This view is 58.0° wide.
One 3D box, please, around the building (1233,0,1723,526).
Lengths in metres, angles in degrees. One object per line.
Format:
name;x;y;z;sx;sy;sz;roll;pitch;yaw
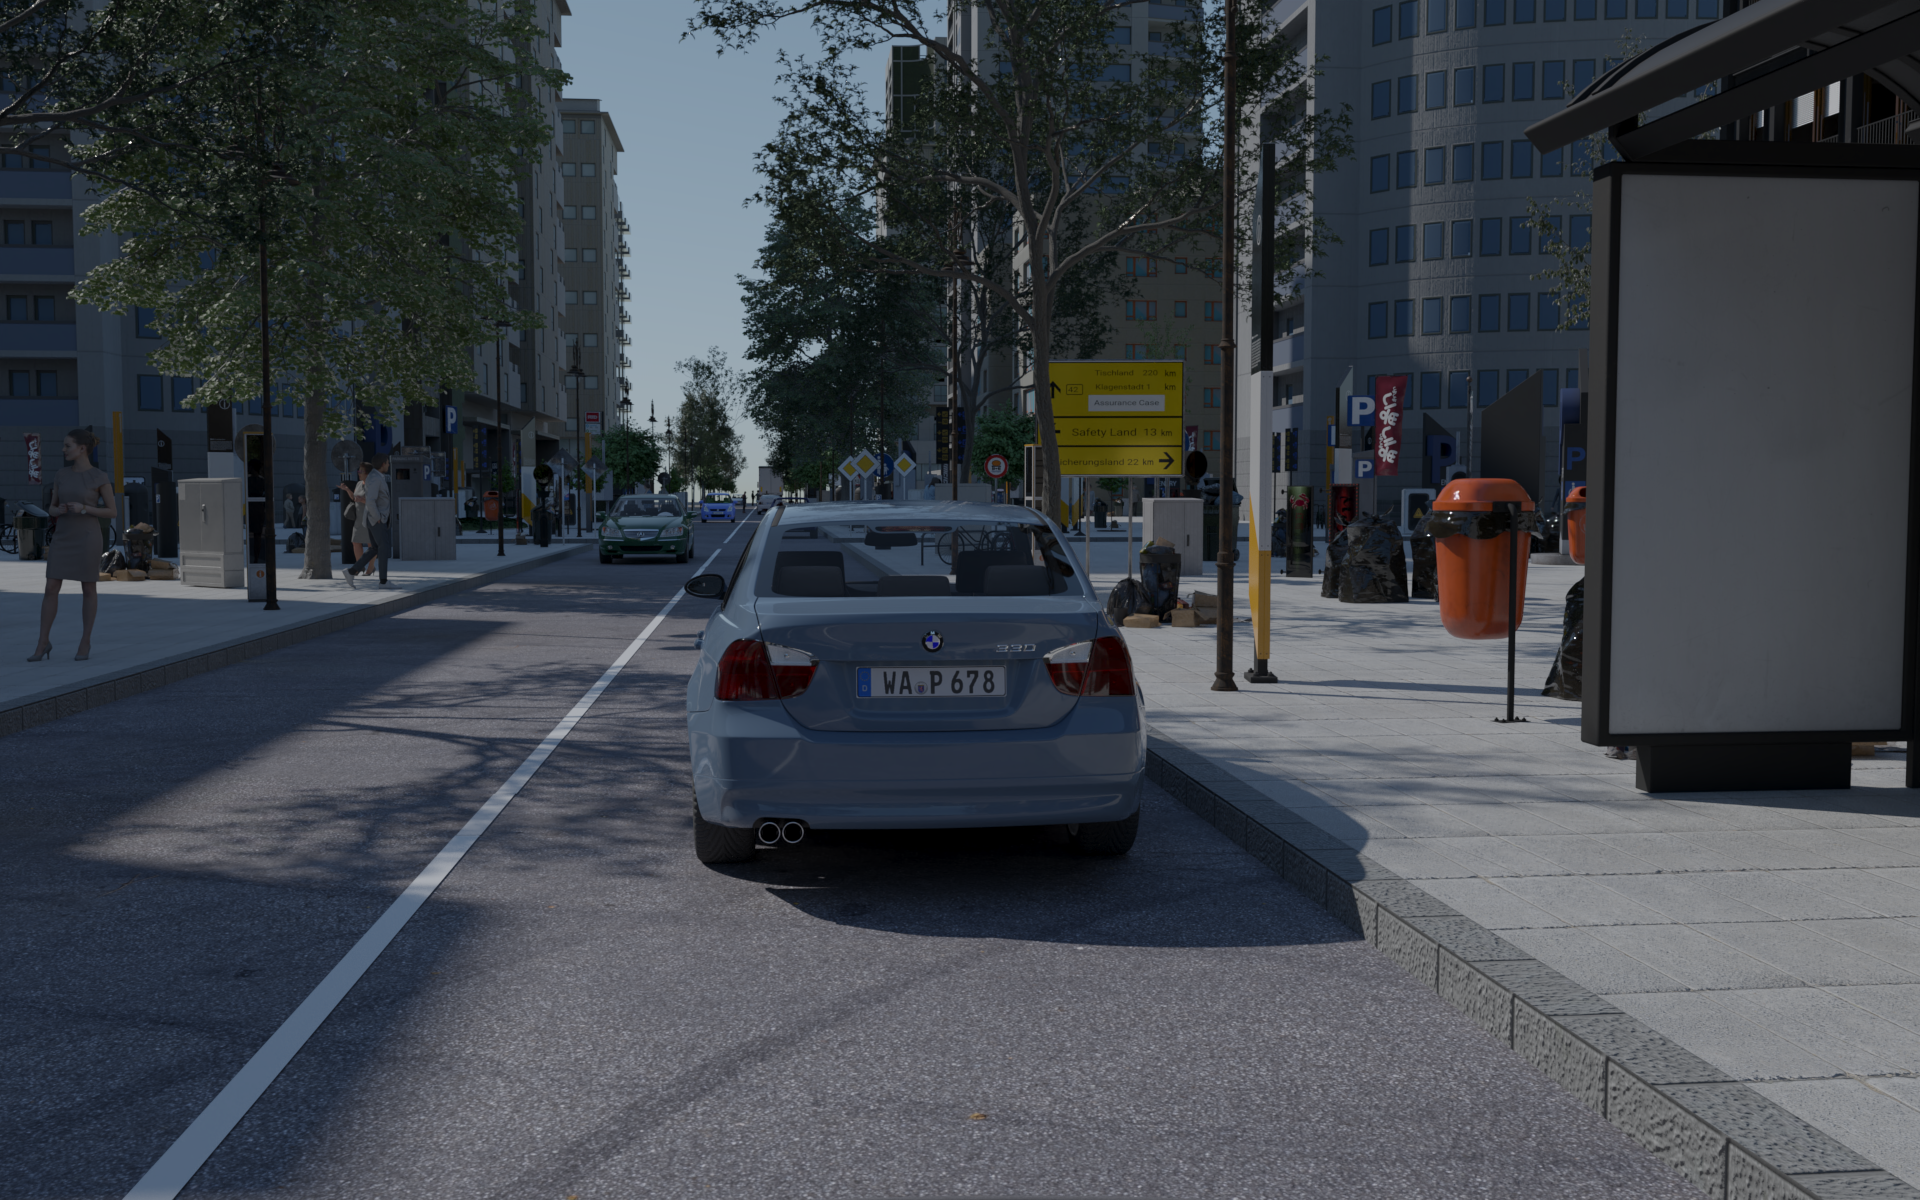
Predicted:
building;28.134;-32.736;77.236;28.212;58.520;21.231;0;4;-6

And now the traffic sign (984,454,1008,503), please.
traffic sign;1.155;-3.384;55.430;0.768;2.556;0.104;0;4;-5

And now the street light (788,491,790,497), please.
street light;-19.643;-14.049;202.487;0.468;5.910;1.993;0;4;-6

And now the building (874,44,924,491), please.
building;-3.157;-51.275;276.595;20.563;71.187;20.611;0;4;-6

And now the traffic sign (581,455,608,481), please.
traffic sign;-10.819;-3.000;51.235;0.795;2.593;0.064;0;4;-6

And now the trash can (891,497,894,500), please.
trash can;-3.013;-4.155;79.592;0.748;1.137;0.748;0;3;0

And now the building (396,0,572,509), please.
building;-52.324;-35.148;163.909;28.713;52.752;27.495;0;4;-6

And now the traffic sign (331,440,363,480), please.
traffic sign;-14.381;-2.479;40.642;0.768;2.556;0.104;0;4;3

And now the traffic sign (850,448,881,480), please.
traffic sign;-2.387;-2.564;44.114;0.795;2.593;0.064;0;4;-6

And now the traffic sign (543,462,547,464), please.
traffic sign;-16.757;-4.298;70.004;0.795;2.593;0.064;0;4;-3

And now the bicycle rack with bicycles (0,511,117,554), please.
bicycle rack with bicycles;-20.240;-1.534;38.461;2.852;0.926;2.925;3;5;40

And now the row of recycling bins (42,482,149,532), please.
row of recycling bins;-30.038;-3.255;60.325;1.069;1.692;3.534;3;4;38

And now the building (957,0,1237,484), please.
building;10.281;-37.494;155.027;21.231;58.520;28.212;0;4;-6

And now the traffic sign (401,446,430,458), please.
traffic sign;-11.594;-2.129;36.938;0.606;2.300;0.079;0;4;-1

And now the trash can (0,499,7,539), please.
trash can;-27.439;-2.292;49.129;0.748;1.137;0.748;0;3;0

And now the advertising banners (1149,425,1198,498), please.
advertising banners;5.530;-2.978;44.880;0.090;3.025;2.074;-2;4;-29

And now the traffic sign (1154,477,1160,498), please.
traffic sign;3.192;-1.709;28.054;0.768;2.556;0.104;0;4;-5

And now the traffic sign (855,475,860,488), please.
traffic sign;-6.303;-6.491;106.128;0.884;2.594;0.081;0;4;-1

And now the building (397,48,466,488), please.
building;-40.438;-20.787;111.573;14.160;30.474;14.107;0;4;-6

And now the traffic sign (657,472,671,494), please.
traffic sign;-16.951;-6.061;99.204;0.768;2.556;0.104;0;4;3

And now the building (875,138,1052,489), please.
building;1.909;-40.632;253.563;28.713;52.752;27.495;0;4;-6

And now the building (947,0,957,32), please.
building;7.692;-45.298;178.869;20.563;71.187;20.611;0;4;-6

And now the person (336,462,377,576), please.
person;-9.415;-1.265;27.087;0.716;1.782;0.532;2;4;32

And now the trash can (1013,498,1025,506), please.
trash can;2.396;-3.423;67.624;0.748;1.137;0.748;0;3;0

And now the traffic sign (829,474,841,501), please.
traffic sign;-6.292;-5.202;87.190;0.606;2.300;0.079;0;4;-1

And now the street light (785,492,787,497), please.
street light;-26.784;-18.031;267.594;0.468;5.910;1.993;0;4;-6

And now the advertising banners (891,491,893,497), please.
advertising banners;-3.752;-5.723;89.755;2.074;3.025;0.090;-1;4;-11

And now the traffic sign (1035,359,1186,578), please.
traffic sign;2.266;-1.980;26.245;2.265;3.308;0.079;0;4;2

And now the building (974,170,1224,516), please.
building;16.360;-16.539;115.459;27.650;21.520;28.899;0;4;-6

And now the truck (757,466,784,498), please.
truck;-19.455;-11.571;178.107;2.839;4.237;11.283;0;4;-6

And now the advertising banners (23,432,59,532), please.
advertising banners;-25.968;-3.286;49.918;0.090;3.025;2.074;2;4;30

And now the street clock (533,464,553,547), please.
street clock;-10.042;-2.275;41.773;0.471;2.002;0.358;-1;4;-12

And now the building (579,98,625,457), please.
building;-60.536;-39.427;233.872;28.713;52.752;27.495;0;4;-6

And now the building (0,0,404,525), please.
building;-40.347;-32.994;81.443;21.231;58.520;28.212;0;4;-6

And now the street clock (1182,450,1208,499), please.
street clock;3.864;-1.484;28.830;0.471;2.002;0.358;-2;4;-32

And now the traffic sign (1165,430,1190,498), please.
traffic sign;3.655;-1.861;30.535;0.768;2.556;0.104;0;4;3

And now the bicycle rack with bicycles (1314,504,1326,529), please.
bicycle rack with bicycles;13.757;-3.086;63.842;2.852;0.926;2.925;2;4;24

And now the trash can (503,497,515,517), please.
trash can;-25.117;-5.195;96.588;0.748;1.137;0.748;0;3;0

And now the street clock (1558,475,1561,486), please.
street clock;20.986;-3.393;60.040;0.471;2.002;0.358;2;4;24

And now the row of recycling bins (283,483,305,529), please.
row of recycling bins;-25.129;-3.607;66.087;1.069;1.692;3.534;-1;4;-10

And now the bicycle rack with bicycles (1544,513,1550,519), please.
bicycle rack with bicycles;18.825;-2.839;59.797;2.925;0.926;2.852;-2;4;-35

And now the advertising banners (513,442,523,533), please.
advertising banners;-14.651;-3.742;57.370;0.090;3.025;2.074;-1;4;-21

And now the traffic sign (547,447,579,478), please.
traffic sign;-9.937;-2.514;43.299;0.795;2.593;0.064;0;4;-6

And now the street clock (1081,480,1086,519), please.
street clock;6.381;-5.249;90.397;0.358;2.002;0.471;-1;4;-15

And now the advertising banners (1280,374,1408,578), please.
advertising banners;5.754;-1.825;26.026;2.074;3.025;0.090;3;5;41

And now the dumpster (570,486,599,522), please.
dumpster;-16.885;-4.564;77.110;1.502;2.255;1.985;0;4;-6

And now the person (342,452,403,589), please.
person;-7.949;-1.069;23.370;0.795;1.843;0.661;-1;4;-14

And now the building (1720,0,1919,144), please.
building;20.692;-11.876;23.848;12.332;23.373;15.834;0;4;-6

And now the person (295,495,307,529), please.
person;-16.249;-1.963;42.804;0.373;1.253;0.362;-2;4;-25

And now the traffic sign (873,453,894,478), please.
traffic sign;-2.417;-3.275;53.654;0.768;2.556;0.104;0;4;0

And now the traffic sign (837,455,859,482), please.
traffic sign;-3.269;-3.050;52.050;0.795;2.593;0.064;0;4;-6

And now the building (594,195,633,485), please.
building;-61.642;-39.349;262.961;23.786;49.044;30.456;0;4;-6

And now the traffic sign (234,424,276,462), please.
traffic sign;-12.761;-1.912;31.367;0.768;2.556;0.104;0;4;3

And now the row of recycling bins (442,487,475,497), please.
row of recycling bins;-28.050;-5.441;96.069;1.069;1.692;3.534;1;4;18

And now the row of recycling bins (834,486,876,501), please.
row of recycling bins;-5.477;-5.277;93.393;3.534;1.692;1.069;3;5;43

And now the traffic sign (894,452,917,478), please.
traffic sign;-1.732;-3.349;54.488;0.795;2.593;0.064;0;4;-6

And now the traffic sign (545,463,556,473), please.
traffic sign;-16.210;-4.191;68.625;0.768;2.556;0.104;0;4;-6

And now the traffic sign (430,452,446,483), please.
traffic sign;-12.738;-2.431;41.876;0.606;2.300;0.079;0;4;0
